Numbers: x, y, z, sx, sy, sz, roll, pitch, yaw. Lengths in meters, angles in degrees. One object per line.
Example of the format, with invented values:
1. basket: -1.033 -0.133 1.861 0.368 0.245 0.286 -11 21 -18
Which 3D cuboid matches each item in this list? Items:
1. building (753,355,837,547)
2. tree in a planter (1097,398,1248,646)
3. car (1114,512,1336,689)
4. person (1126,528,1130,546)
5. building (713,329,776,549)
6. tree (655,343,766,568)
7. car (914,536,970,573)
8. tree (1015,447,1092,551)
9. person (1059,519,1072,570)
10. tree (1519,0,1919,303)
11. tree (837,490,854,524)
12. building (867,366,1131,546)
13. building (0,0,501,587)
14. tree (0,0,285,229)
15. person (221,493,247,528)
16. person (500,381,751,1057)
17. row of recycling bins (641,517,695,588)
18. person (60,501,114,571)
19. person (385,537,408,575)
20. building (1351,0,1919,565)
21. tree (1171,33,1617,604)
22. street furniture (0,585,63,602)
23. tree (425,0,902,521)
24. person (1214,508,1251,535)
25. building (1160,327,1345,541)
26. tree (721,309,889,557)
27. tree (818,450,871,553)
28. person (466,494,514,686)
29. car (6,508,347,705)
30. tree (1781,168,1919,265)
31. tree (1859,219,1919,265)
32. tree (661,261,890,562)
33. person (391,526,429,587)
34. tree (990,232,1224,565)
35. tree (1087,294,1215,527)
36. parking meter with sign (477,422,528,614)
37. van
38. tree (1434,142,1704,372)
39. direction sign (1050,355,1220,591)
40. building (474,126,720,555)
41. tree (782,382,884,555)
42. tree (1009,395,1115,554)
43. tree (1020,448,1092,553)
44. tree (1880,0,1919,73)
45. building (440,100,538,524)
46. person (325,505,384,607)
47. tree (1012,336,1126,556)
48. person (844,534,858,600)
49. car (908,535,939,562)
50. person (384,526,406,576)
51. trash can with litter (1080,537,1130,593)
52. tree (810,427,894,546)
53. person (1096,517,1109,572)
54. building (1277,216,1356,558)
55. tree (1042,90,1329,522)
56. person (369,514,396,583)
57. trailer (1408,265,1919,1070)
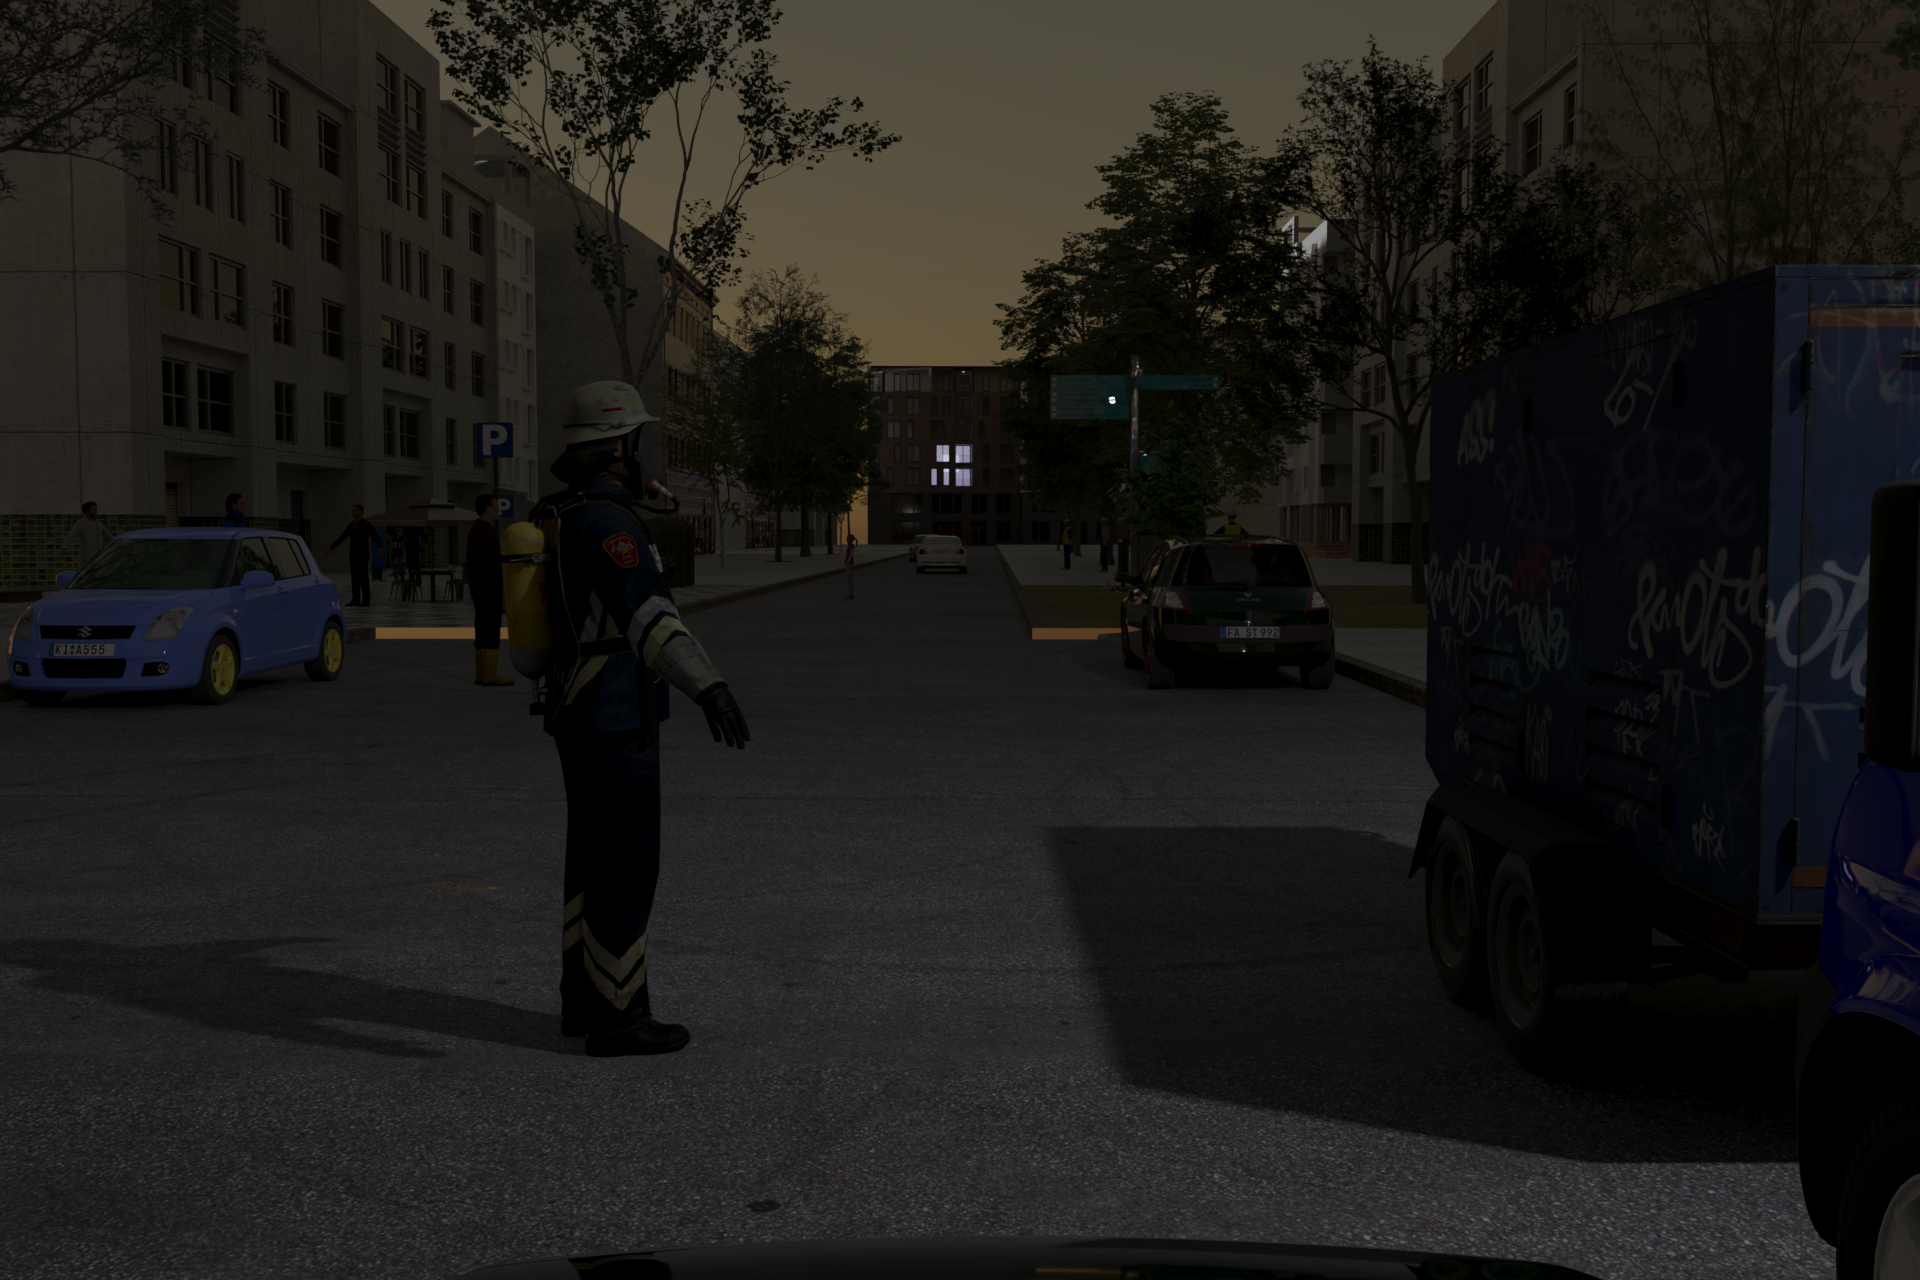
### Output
1. building: -23.158 -19.601 186.941 16.747 18.905 31.486 0 4 2
2. tree in a planter: 2.825 -1.561 22.744 1.991 3.239 1.994 0 4 1
3. car: 2.591 -0.464 17.371 2.009 1.686 4.222 0 4 1
4. person: 5.996 -3.270 59.238 0.705 1.858 1.354 2 4 25
5. building: -27.251 -19.939 156.931 19.493 23.208 18.063 0 4 2
6. tree: -9.238 -7.074 66.017 4.737 8.622 4.395 0 3 0
7. car: -0.673 -3.180 64.351 2.083 1.381 4.827 0 4 0
8. tree: 7.719 -11.968 130.094 7.601 10.594 8.767 -2 4 -24
9. person: 3.830 -3.454 62.438 0.705 1.833 1.349 -1 4 -12
10. tree: 8.741 -4.157 18.331 4.360 8.622 3.978 0 3 0
11. tree: -16.489 -18.208 215.821 7.486 12.596 7.792 0 3 0
12. building: 4.696 -22.827 219.651 32.646 21.610 27.936 0 4 -2
13. building: -27.924 -11.647 56.894 16.747 18.905 31.486 0 4 1
14. tree: -12.543 -6.562 17.660 12.009 13.543 11.850 0 3 0
15. person: -9.656 -1.053 23.197 0.704 1.831 1.345 -1 4 -9
16. person: -0.962 0.206 4.872 0.705 1.856 1.354 -2 4 -30
17. row of recycling bins: -7.117 -2.162 42.468 1.069 1.692 3.534 0 4 0
18. person: -14.014 -1.334 27.995 0.705 1.806 1.347 1 4 21
19. person: -17.690 -2.786 54.818 0.991 1.433 0.599 -1 4 -21
20. building: 26.327 -12.130 64.780 16.747 18.905 31.486 0 4 1
21. tree: 8.390 -5.969 32.013 8.767 10.594 7.601 -1 4 -23
22. street furniture: -22.809 -1.545 32.114 9.812 1.723 11.010 2 4 27
23. tree: -8.131 -11.805 48.897 12.611 20.169 13.585 0 3 0
24. person: 5.034 -1.582 32.335 1.216 1.772 0.721 -1 4 -9
25. building: 26.453 -17.758 156.800 16.747 18.905 31.486 0 4 1
26. tree: -8.741 -11.661 97.310 9.857 13.997 8.962 0 3 0
27. tree: -8.098 -10.182 116.835 4.360 8.622 3.978 0 3 0
28. person: -4.450 -0.479 16.428 0.704 1.812 1.346 -2 4 -33
29. car: -6.983 -0.371 15.655 1.945 1.707 3.694 0 4 1
30. tree: 18.225 -5.107 33.866 4.737 8.622 4.395 0 3 0
31. tree: 21.962 -5.568 41.398 4.360 8.622 3.978 0 3 0
32. tree: -8.240 -10.279 78.427 12.009 13.543 11.850 0 3 0
33. person: -13.348 -2.166 42.130 0.721 1.740 1.216 2 4 27
34. tree: 5.998 -10.080 71.457 9.857 13.997 8.962 0 3 0
35. tree: 6.146 -6.292 53.231 4.360 8.622 3.978 0 3 0
36. parking meter with sign: -7.240 -1.937 27.933 0.543 3.016 1.738 0 4 1
37. van: 2.218 0.237 0.509 2.240 2.365 5.245 0 4 1
38. tree: 15.104 -6.579 41.972 7.601 10.594 8.767 0 4 6
39. direction sign: 2.608 -2.243 25.434 2.525 3.948 1.411 0 4 1
40. building: -25.225 -16.630 102.835 19.493 23.208 18.063 0 4 0
41. tree: -8.295 -11.169 108.368 9.928 11.665 9.643 0 3 0
42. tree: 7.143 -11.277 110.131 9.928 11.665 9.643 0 3 0
43. tree: 7.867 -11.889 120.143 9.928 11.665 9.643 0 3 0
44. tree: 8.540 -5.533 8.600 7.486 12.596 7.792 0 3 0
45. building: -27.116 -13.494 77.048 16.016 20.090 11.380 0 4 1
46. person: -10.646 -1.492 30.620 1.346 1.802 0.704 2 4 26
47. tree: 6.512 -11.034 98.533 7.486 12.596 7.792 0 3 0
48. person: -2.470 -1.606 37.988 0.599 1.433 0.991 0 4 -7
49. car: -1.681 -4.753 89.720 2.014 1.417 4.499 0 4 1
50. person: -17.210 -2.862 52.941 0.704 1.843 1.345 3 5 42
51. trash can with litter: 3.572 -1.687 38.636 1.678 1.210 2.233 0 4 0
52. tree: -8.357 -11.713 125.921 7.601 10.594 8.767 -2 4 -31
53. person: 4.804 -3.193 58.057 0.705 1.847 1.347 0 4 -7
54. building: 24.516 -15.152 104.154 16.016 20.090 11.380 0 4 1
55. tree: 5.943 -7.788 45.454 7.486 12.596 7.792 0 3 0
56. person: -15.412 -2.434 45.918 0.704 1.817 1.347 1 4 12
57. trailer: 2.201 0.085 5.660 1.471 1.999 3.904 0 3 0
